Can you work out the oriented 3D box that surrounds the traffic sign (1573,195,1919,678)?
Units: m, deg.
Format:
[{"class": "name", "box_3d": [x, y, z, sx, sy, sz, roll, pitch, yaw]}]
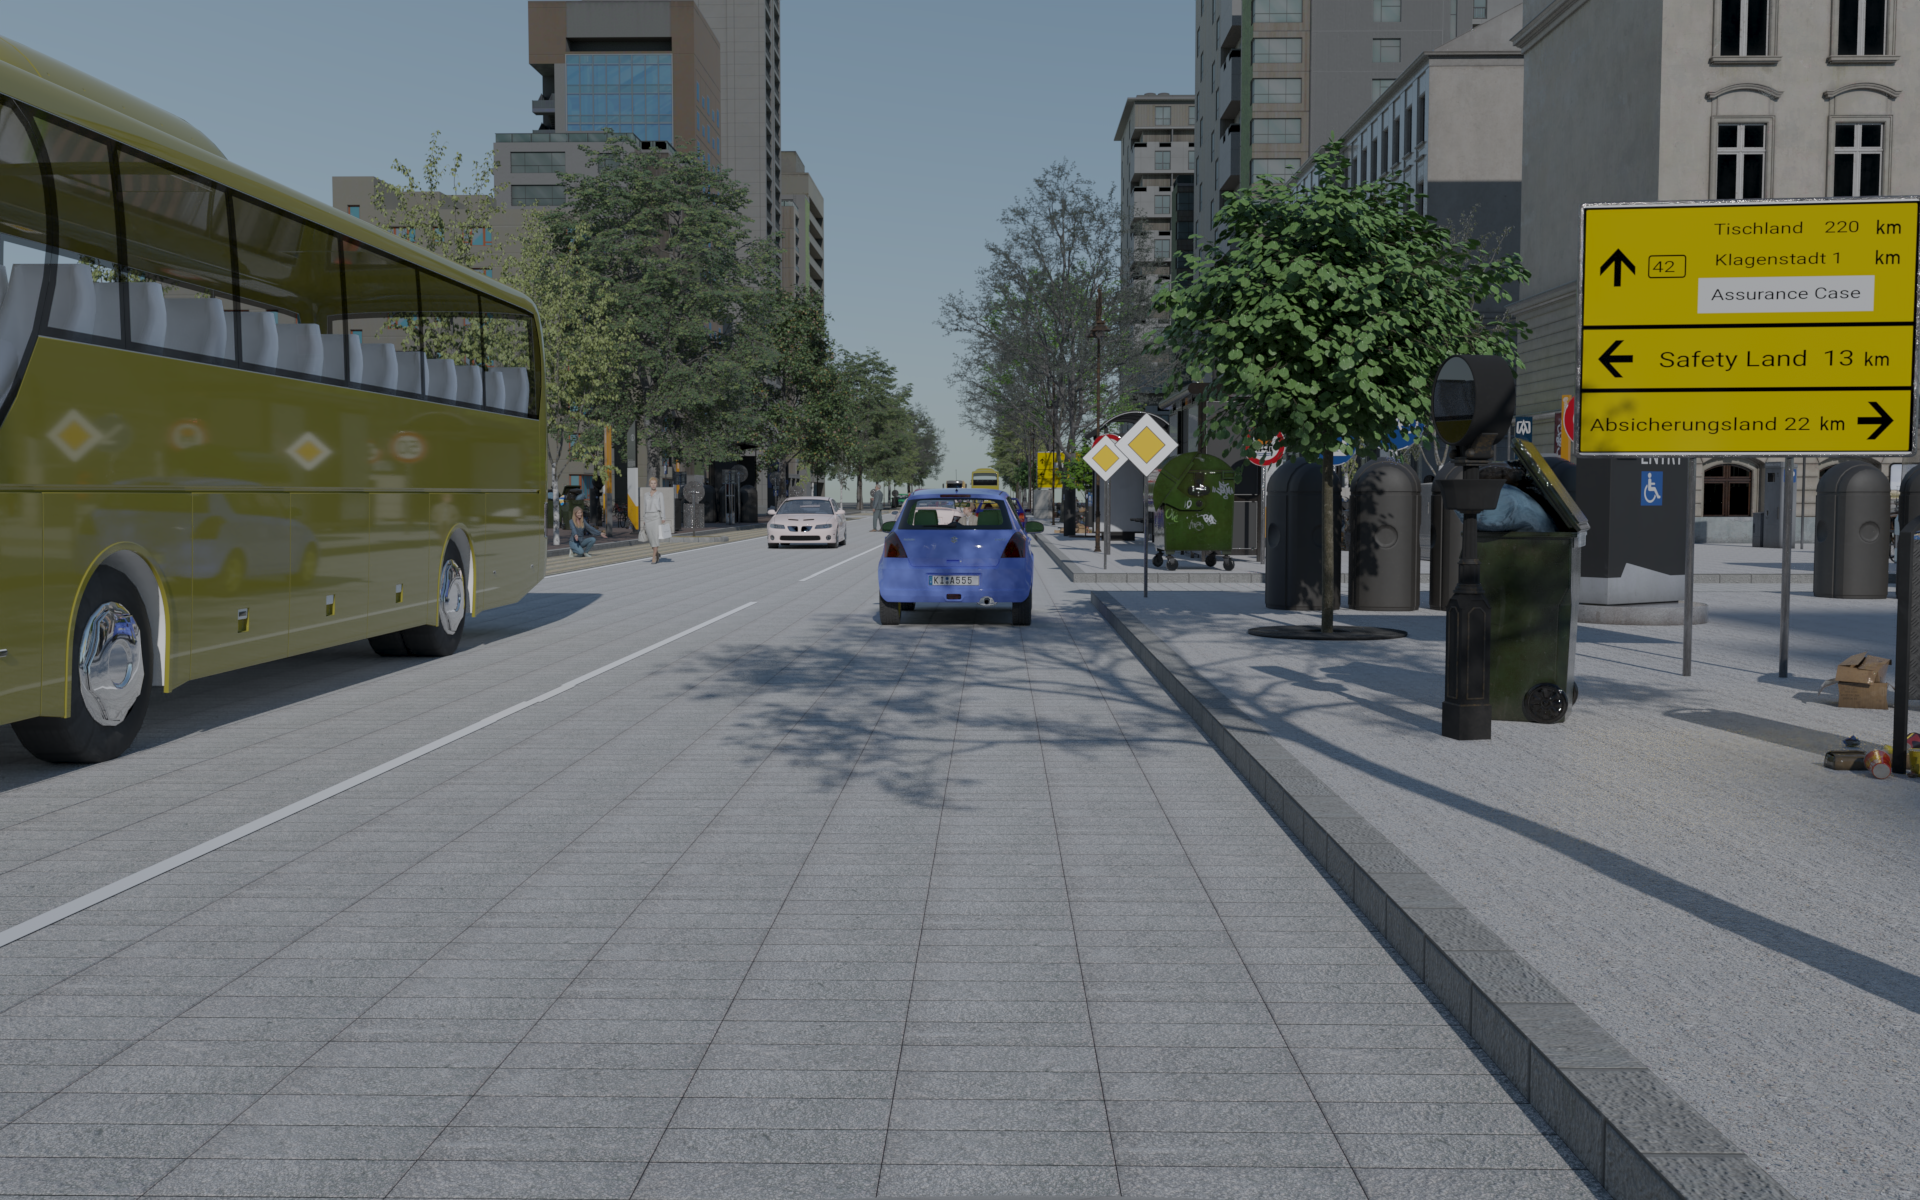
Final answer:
[{"class": "traffic sign", "box_3d": [5.441, -1.112, 12.053, 2.265, 3.308, 0.079, 0, 4, 8]}]

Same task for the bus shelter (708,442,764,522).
[{"class": "bus shelter", "box_3d": [-10.465, -5.508, 81.343, 1.731, 3.624, 6.357, 0, 4, 1]}]

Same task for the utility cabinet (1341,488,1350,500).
[{"class": "utility cabinet", "box_3d": [13.051, -3.073, 58.914, 1.173, 1.500, 0.318, -1, 4, -9]}]

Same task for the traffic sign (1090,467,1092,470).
[{"class": "traffic sign", "box_3d": [3.948, -2.921, 47.858, 0.768, 2.556, 0.104, 1, 4, 8]}]

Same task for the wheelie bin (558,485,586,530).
[{"class": "wheelie bin", "box_3d": [-13.830, -3.310, 62.021, 0.980, 1.594, 0.693, -3, 5, -41]}]

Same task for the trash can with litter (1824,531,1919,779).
[{"class": "trash can with litter", "box_3d": [4.940, 0.183, 8.060, 2.233, 1.210, 1.678, -1, 4, -23]}]

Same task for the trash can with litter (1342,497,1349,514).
[{"class": "trash can with litter", "box_3d": [10.679, -2.330, 49.159, 1.678, 1.210, 2.233, -2, 4, -30]}]

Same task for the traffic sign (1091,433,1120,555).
[{"class": "traffic sign", "box_3d": [3.138, -2.226, 36.495, 0.768, 2.556, 0.104, 1, 4, 11]}]

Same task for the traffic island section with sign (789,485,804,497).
[{"class": "traffic island section with sign", "box_3d": [-7.424, -4.290, 78.771, 1.989, 1.847, 2.006, 0, 4, 1]}]

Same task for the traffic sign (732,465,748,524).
[{"class": "traffic sign", "box_3d": [-9.608, -4.598, 75.289, 0.768, 2.556, 0.104, 0, 4, 2]}]

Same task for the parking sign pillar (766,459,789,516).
[{"class": "parking sign pillar", "box_3d": [-10.802, -6.989, 102.736, 1.447, 3.967, 1.447, 2, 4, 30]}]

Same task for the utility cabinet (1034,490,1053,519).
[{"class": "utility cabinet", "box_3d": [4.319, -4.969, 89.928, 0.318, 1.500, 1.173, -3, 4, -37]}]

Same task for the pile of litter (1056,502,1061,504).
[{"class": "pile of litter", "box_3d": [5.346, -4.845, 93.173, 1.719, 0.858, 1.176, 1, 4, 19]}]

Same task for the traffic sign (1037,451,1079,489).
[{"class": "traffic sign", "box_3d": [4.786, -5.432, 82.685, 2.265, 3.308, 0.079, 0, 4, 6]}]

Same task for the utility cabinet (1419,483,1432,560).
[{"class": "utility cabinet", "box_3d": [9.087, -1.501, 33.227, 0.318, 1.500, 1.173, 0, 4, -5]}]

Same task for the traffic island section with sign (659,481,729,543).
[{"class": "traffic island section with sign", "box_3d": [-7.987, -2.642, 51.821, 1.989, 1.847, 2.006, 0, 4, 1]}]

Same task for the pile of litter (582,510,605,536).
[{"class": "pile of litter", "box_3d": [-11.560, -2.464, 54.253, 1.176, 0.858, 1.719, 0, 4, -2]}]

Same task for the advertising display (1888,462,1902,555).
[{"class": "advertising display", "box_3d": [19.383, -1.833, 35.178, 0.974, 1.923, 0.123, 1, 4, 21]}]

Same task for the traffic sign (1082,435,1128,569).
[{"class": "traffic sign", "box_3d": [2.469, -1.577, 29.422, 0.795, 2.450, 0.064, 0, 4, 1]}]

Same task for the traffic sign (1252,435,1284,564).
[{"class": "traffic sign", "box_3d": [5.525, -1.922, 31.535, 0.768, 2.556, 0.104, 0, 4, 3]}]

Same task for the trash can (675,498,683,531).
[{"class": "trash can", "box_3d": [-9.938, -2.946, 59.825, 0.748, 1.137, 0.748, 0, 3, 0]}]

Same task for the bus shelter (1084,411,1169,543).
[{"class": "bus shelter", "box_3d": [4.345, -3.114, 44.830, 2.014, 3.302, 5.546, 0, 4, 1]}]

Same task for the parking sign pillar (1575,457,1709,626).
[{"class": "parking sign pillar", "box_3d": [6.812, -1.773, 17.466, 1.447, 3.967, 1.447, -2, 4, -33]}]

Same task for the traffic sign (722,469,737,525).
[{"class": "traffic sign", "box_3d": [-9.482, -4.231, 71.313, 0.606, 2.300, 0.079, 0, 4, 4]}]

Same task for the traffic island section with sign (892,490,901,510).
[{"class": "traffic island section with sign", "box_3d": [-5.808, -9.058, 156.720, 1.989, 1.847, 2.006, 0, 4, 1]}]

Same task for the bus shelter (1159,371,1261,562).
[{"class": "bus shelter", "box_3d": [5.450, -3.618, 36.792, 2.179, 5.291, 8.768, 0, 4, 1]}]

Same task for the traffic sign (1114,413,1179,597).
[{"class": "traffic sign", "box_3d": [2.302, -1.088, 21.438, 0.795, 2.450, 0.064, 0, 4, 1]}]

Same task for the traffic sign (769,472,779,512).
[{"class": "traffic sign", "box_3d": [-10.401, -5.975, 97.800, 0.768, 2.556, 0.104, 1, 4, 10]}]

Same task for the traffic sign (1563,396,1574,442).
[{"class": "traffic sign", "box_3d": [7.537, -1.251, 20.566, 0.768, 2.556, 0.104, 1, 4, 9]}]

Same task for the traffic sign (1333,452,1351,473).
[{"class": "traffic sign", "box_3d": [6.656, -1.880, 30.852, 0.768, 2.556, 0.104, 0, 4, 7]}]

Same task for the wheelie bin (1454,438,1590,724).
[{"class": "wheelie bin", "box_3d": [3.212, -0.124, 9.929, 0.693, 1.594, 0.980, 2, 4, 25]}]

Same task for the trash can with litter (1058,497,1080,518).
[{"class": "trash can with litter", "box_3d": [5.591, -4.736, 88.816, 1.055, 1.170, 0.624, -3, 4, -37]}]

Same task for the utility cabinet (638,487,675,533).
[{"class": "utility cabinet", "box_3d": [-9.825, -2.891, 55.946, 1.173, 1.500, 0.318, 0, 4, -4]}]

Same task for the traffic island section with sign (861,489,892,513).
[{"class": "traffic island section with sign", "box_3d": [-6.367, -7.409, 129.770, 1.989, 1.847, 2.006, 0, 4, 1]}]

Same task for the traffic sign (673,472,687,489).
[{"class": "traffic sign", "box_3d": [-12.716, -4.683, 78.692, 0.606, 2.300, 0.079, 0, 4, 2]}]

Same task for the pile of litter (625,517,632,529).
[{"class": "pile of litter", "box_3d": [-11.684, -3.058, 63.967, 1.176, 0.858, 1.719, 3, 4, 36]}]

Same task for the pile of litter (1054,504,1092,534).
[{"class": "pile of litter", "box_3d": [3.808, -2.626, 56.900, 1.176, 0.858, 1.719, -2, 4, -27]}]

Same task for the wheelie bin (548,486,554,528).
[{"class": "wheelie bin", "box_3d": [-15.219, -3.482, 64.833, 0.693, 1.594, 0.980, -1, 4, -23]}]

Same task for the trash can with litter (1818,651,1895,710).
[{"class": "trash can with litter", "box_3d": [5.688, 0.069, 10.261, 1.055, 1.170, 0.624, 2, 4, 26]}]

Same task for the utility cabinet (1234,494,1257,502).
[{"class": "utility cabinet", "box_3d": [7.814, -2.423, 48.294, 1.173, 1.500, 0.318, 2, 4, 28]}]

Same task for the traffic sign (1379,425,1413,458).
[{"class": "traffic sign", "box_3d": [5.058, -1.237, 20.332, 0.768, 2.556, 0.104, 0, 4, 7]}]
